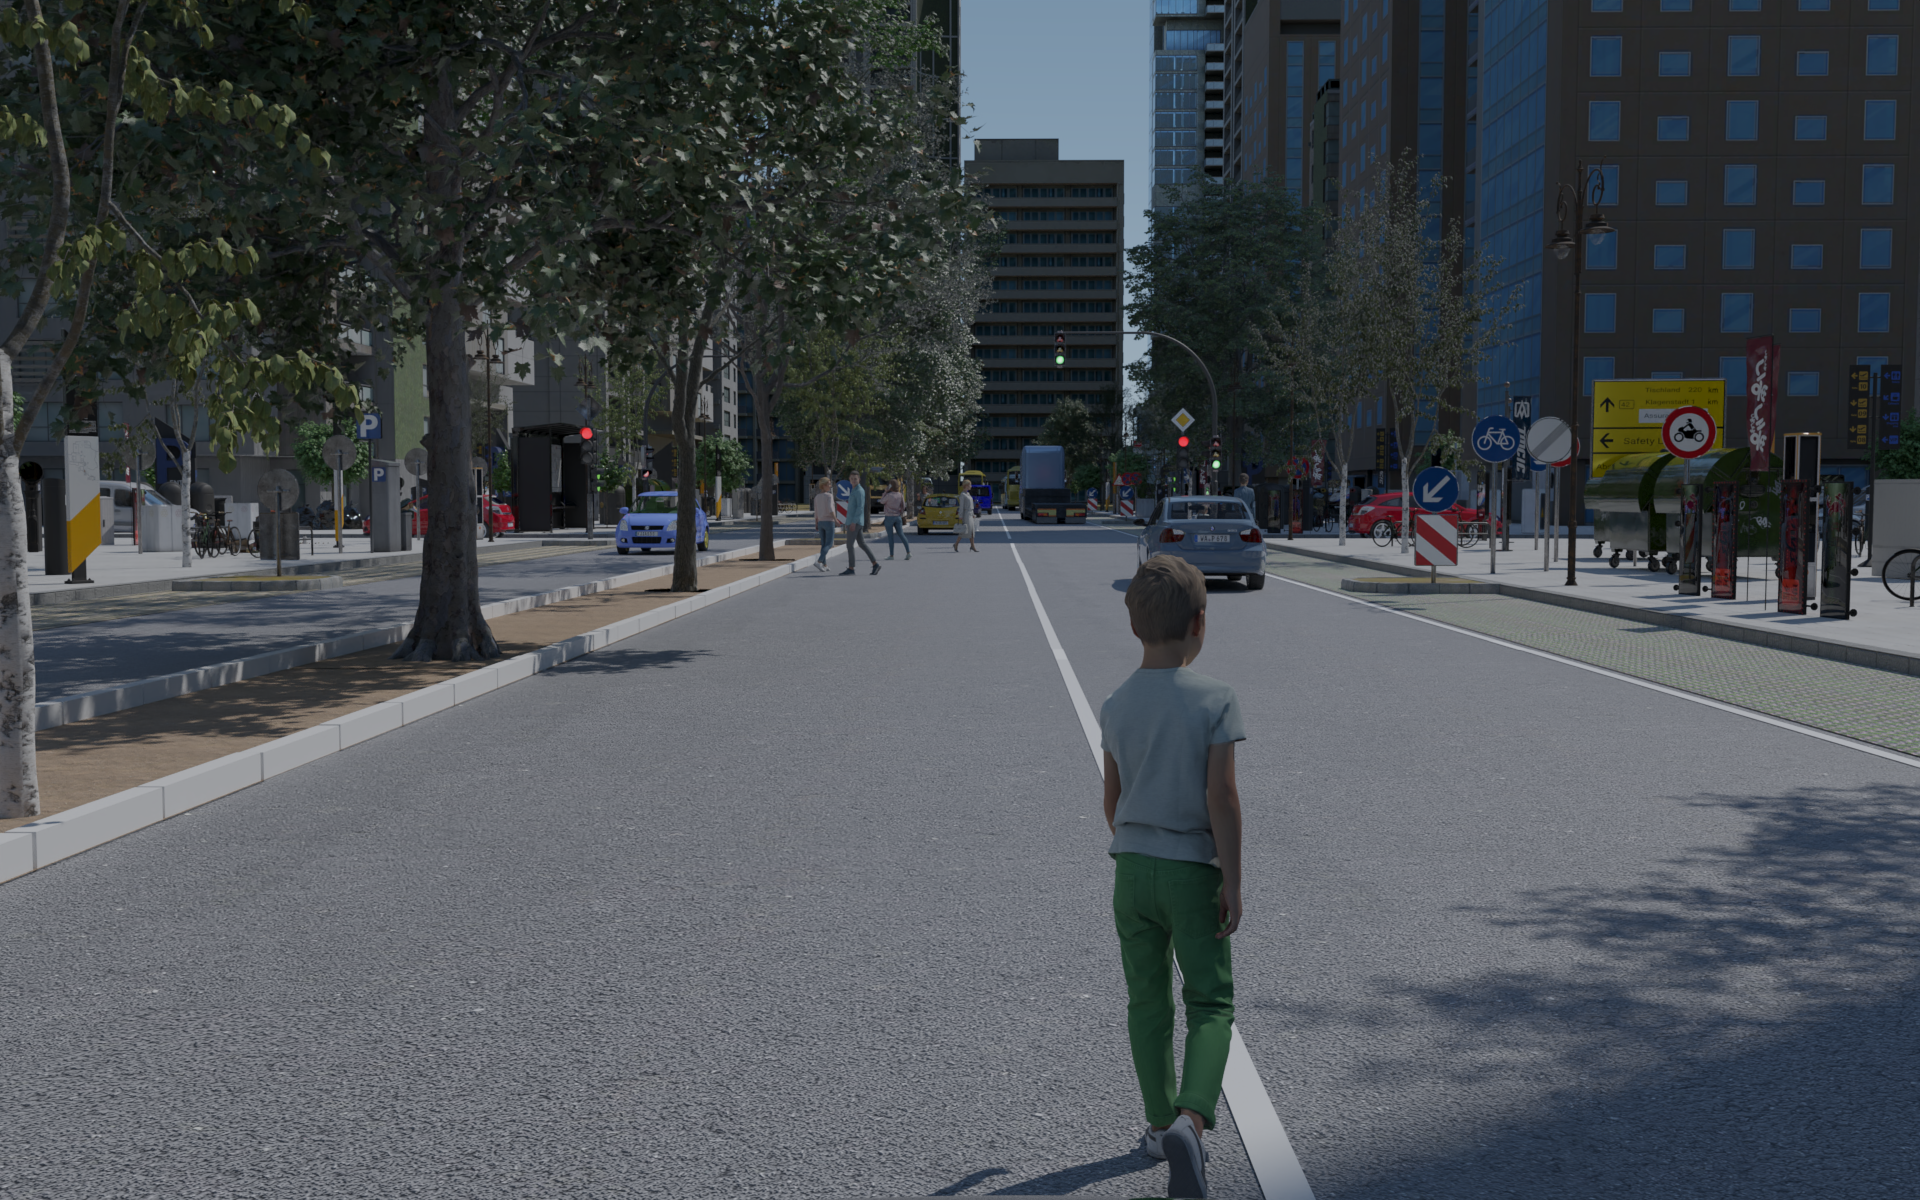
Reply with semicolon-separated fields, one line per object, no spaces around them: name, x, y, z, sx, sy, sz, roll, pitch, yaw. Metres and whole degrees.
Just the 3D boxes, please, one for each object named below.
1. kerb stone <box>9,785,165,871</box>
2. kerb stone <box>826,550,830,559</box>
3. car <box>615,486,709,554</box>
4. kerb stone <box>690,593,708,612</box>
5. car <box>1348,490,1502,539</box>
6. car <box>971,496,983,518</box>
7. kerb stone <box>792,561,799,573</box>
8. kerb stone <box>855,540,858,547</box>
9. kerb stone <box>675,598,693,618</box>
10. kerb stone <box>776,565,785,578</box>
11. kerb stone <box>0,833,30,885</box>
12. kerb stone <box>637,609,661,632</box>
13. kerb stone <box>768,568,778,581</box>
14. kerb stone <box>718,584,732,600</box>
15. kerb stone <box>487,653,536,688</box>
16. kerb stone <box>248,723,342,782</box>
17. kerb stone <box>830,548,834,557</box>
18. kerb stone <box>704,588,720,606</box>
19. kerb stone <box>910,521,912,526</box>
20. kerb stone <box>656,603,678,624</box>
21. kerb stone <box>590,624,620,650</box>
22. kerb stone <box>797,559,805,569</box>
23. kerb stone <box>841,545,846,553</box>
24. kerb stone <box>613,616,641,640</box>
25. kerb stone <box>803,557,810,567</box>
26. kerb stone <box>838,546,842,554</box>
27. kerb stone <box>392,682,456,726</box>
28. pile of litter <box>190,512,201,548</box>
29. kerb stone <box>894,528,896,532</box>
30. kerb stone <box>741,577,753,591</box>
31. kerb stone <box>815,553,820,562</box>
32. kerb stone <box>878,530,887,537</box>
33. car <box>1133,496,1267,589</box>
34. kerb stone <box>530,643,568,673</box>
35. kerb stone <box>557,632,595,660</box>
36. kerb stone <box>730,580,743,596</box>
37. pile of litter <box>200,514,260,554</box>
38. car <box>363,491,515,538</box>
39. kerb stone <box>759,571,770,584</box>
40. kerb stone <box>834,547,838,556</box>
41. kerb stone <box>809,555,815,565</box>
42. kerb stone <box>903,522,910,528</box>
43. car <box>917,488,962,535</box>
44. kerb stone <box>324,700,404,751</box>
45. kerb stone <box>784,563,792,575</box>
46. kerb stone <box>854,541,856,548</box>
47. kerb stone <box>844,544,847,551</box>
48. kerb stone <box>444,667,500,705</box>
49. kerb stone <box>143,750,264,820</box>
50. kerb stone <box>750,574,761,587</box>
kerb stone;-3.558;0.925;7.079;0.120;0.150;1.000;0;4;1
kerb stone;-3.000;-0.958;37.857;0.120;0.150;1.000;0;4;1
car;-7.244;-1.998;42.252;1.945;1.707;3.694;0;4;2
kerb stone;-3.300;0.051;21.447;0.120;0.150;1.000;0;4;1
car;13.763;-2.573;51.107;4.494;1.783;2.155;0;4;2
car;0.421;-5.703;105.820;1.945;1.354;3.894;0;4;2
kerb stone;-3.118;-0.582;31.712;0.120;0.150;1.000;0;4;1
kerb stone;-2.857;-1.459;46.053;0.120;0.150;1.000;0;4;1
kerb stone;-3.322;0.112;20.425;0.120;0.150;1.000;0;4;1
kerb stone;-3.154;-0.457;29.668;0.120;0.150;1.000;0;4;1
kerb stone;-3.579;0.987;6.055;0.120;0.150;1.000;0;4;1
kerb stone;-3.357;0.236;18.366;0.120;0.150;1.000;0;4;1
kerb stone;-3.172;-0.394;28.640;0.120;0.150;1.000;0;4;1
kerb stone;-3.271;-0.080;23.507;0.120;0.150;1.000;0;4;1
kerb stone;-3.449;0.548;13.235;0.120;0.150;1.000;0;4;1
kerb stone;-3.518;0.803;9.123;0.120;0.150;1.000;0;4;1
kerb stone;-2.993;-1.021;38.883;0.120;0.150;1.000;0;4;1
kerb stone;-3.282;-0.017;22.479;0.120;0.150;1.000;0;4;1
kerb stone;-2.326;-3.306;76.252;0.120;0.150;1.000;0;4;1
kerb stone;-3.344;0.171;19.401;0.120;0.150;1.000;0;4;1
kerb stone;-3.392;0.359;16.318;0.120;0.150;1.000;0;4;1
kerb stone;-3.099;-0.638;32.734;0.120;0.150;1.000;0;4;1
kerb stone;-2.935;-1.203;41.949;0.120;0.150;1.000;0;4;1
kerb stone;-3.377;0.297;17.340;0.120;0.150;1.000;0;4;1
kerb stone;-3.084;-0.707;33.756;0.120;0.150;1.000;0;4;1
kerb stone;-2.953;-1.144;40.927;0.120;0.150;1.000;0;4;1
kerb stone;-3.484;0.675;11.181;0.120;0.150;1.000;0;4;1
pile of litter;-17.956;-1.679;41.409;1.719;0.858;1.176;2;4;25
kerb stone;-2.542;-2.553;63.963;0.120;0.150;1.000;0;4;1
kerb stone;-3.227;-0.206;25.562;0.120;0.150;1.000;0;4;1
kerb stone;-3.044;-0.833;35.807;0.120;0.150;1.000;0;4;1
kerb stone;-2.637;-2.241;58.848;0.120;0.150;1.000;0;4;1
car;3.763;-0.939;27.350;2.014;1.417;4.499;0;4;2
kerb stone;-3.434;0.491;14.264;0.120;0.150;1.000;0;4;1
kerb stone;-3.418;0.422;15.291;0.120;0.150;1.000;0;4;1
kerb stone;-3.245;-0.143;24.531;0.120;0.150;1.000;0;4;1
pile of litter;-15.510;-1.473;38.043;1.176;0.858;1.719;3;5;44
car;-15.819;-2.657;52.479;4.494;1.783;2.155;0;4;1
kerb stone;-3.188;-0.332;27.618;0.120;0.150;1.000;0;4;1
kerb stone;-2.971;-1.080;39.905;0.120;0.150;1.000;0;4;1
kerb stone;-3.064;-0.770;34.785;0.120;0.150;1.000;0;4;1
kerb stone;-2.347;-3.244;75.230;0.120;0.150;1.000;0;4;1
car;-0.575;-3.152;61.752;2.015;1.641;3.980;0;4;3
kerb stone;-3.501;0.737;10.150;0.120;0.150;1.000;0;4;1
kerb stone;-3.144;-0.520;30.690;0.120;0.150;1.000;0;4;1
kerb stone;-2.878;-1.389;45.021;0.120;0.150;1.000;0;4;1
kerb stone;-2.923;-1.269;42.975;0.120;0.150;1.000;0;4;1
kerb stone;-3.466;0.612;12.213;0.120;0.150;1.000;0;4;1
kerb stone;-3.541;0.862;8.101;0.120;0.150;1.000;0;4;1
kerb stone;-3.215;-0.269;26.588;0.120;0.150;1.000;0;4;1
